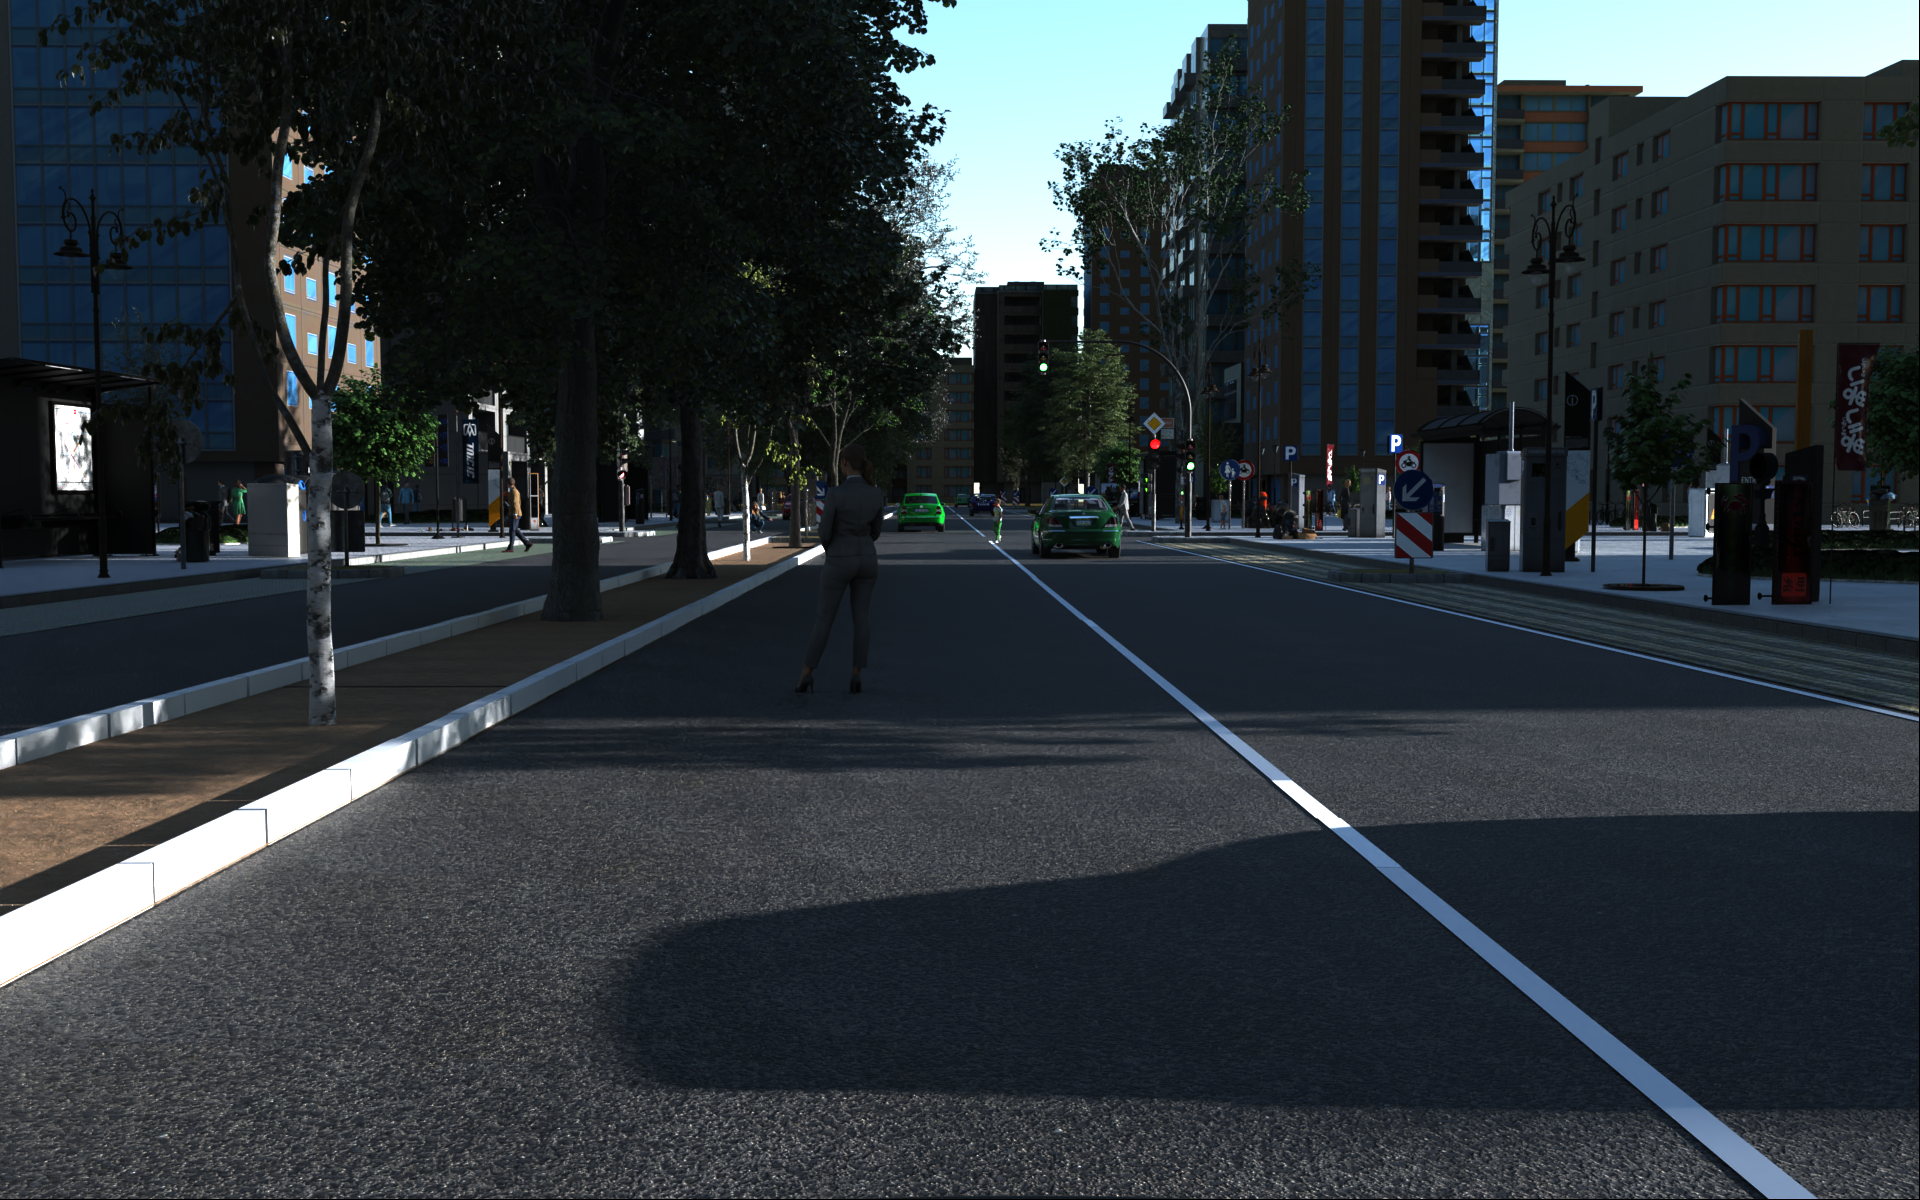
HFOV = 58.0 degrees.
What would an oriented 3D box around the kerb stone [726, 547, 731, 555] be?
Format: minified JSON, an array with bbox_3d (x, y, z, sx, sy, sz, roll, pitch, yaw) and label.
[{"bbox_3d":[-5.511,-1.112,40.376,0.120,0.150,1.000,0,4,-1],"label":"kerb stone"}]

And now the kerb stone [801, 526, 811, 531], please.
[{"bbox_3d":[-5.924,-2.710,66.503,0.120,0.150,1.000,0,4,-1],"label":"kerb stone"}]

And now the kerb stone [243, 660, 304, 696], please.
[{"bbox_3d":[-5.070,0.581,12.689,0.120,0.150,1.000,0,4,-1],"label":"kerb stone"}]

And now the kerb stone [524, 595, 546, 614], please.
[{"bbox_3d":[-5.198,0.079,20.901,0.120,0.150,1.000,0,4,-1],"label":"kerb stone"}]

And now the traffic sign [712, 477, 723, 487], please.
[{"bbox_3d":[-14.603,-6.252,104.350,0.606,2.300,0.079,0,4,0],"label":"traffic sign"}]

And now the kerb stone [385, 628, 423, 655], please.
[{"bbox_3d":[-5.121,0.393,15.772,0.120,0.150,1.000,0,4,-1],"label":"kerb stone"}]

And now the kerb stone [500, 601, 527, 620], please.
[{"bbox_3d":[-5.183,0.142,19.880,0.120,0.150,1.000,0,4,-1],"label":"kerb stone"}]

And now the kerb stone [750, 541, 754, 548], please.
[{"bbox_3d":[-5.601,-1.425,45.487,0.120,0.150,1.000,0,4,-1],"label":"kerb stone"}]

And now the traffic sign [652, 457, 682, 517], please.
[{"bbox_3d":[-15.759,-6.168,94.714,2.265,3.308,0.079,1,4,8],"label":"traffic sign"}]

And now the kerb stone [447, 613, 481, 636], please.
[{"bbox_3d":[-5.149,0.268,17.826,0.120,0.150,1.000,0,4,-1],"label":"kerb stone"}]

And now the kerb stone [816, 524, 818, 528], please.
[{"bbox_3d":[-5.986,-2.961,70.613,0.120,0.150,1.000,0,4,-1],"label":"kerb stone"}]

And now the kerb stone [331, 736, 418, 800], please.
[{"bbox_3d":[-2.907,0.833,8.584,0.120,0.150,1.000,0,4,-1],"label":"kerb stone"}]

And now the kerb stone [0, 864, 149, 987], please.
[{"bbox_3d":[-2.857,1.020,5.517,0.120,0.150,1.000,0,4,-1],"label":"kerb stone"}]

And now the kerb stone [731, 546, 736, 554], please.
[{"bbox_3d":[-5.525,-1.174,41.398,0.120,0.150,1.000,0,4,-1],"label":"kerb stone"}]

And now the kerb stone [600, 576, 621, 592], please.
[{"bbox_3d":[-5.285,-0.234,26.038,0.120,0.150,1.000,0,4,-1],"label":"kerb stone"}]

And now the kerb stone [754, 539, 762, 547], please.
[{"bbox_3d":[-5.622,-1.550,47.538,0.120,0.150,1.000,0,4,-1],"label":"kerb stone"}]

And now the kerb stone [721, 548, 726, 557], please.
[{"bbox_3d":[-5.489,-1.043,39.355,0.120,0.150,1.000,0,4,-1],"label":"kerb stone"}]

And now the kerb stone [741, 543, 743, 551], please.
[{"bbox_3d":[-5.557,-1.294,43.442,0.120,0.150,1.000,0,4,-1],"label":"kerb stone"}]

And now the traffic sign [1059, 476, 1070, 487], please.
[{"bbox_3d":[7.560,-7.684,125.361,0.795,2.593,0.064,0,4,1],"label":"traffic sign"}]

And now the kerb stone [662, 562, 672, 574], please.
[{"bbox_3d":[-5.366,-0.548,31.163,0.120,0.150,1.000,0,4,-1],"label":"kerb stone"}]

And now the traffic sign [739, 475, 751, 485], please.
[{"bbox_3d":[-14.107,-6.954,113.806,0.768,2.556,0.104,0,3,0],"label":"traffic sign"}]

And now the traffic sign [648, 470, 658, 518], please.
[{"bbox_3d":[-16.539,-5.661,92.670,0.768,2.556,0.104,0,4,4],"label":"traffic sign"}]

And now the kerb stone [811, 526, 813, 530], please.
[{"bbox_3d":[-5.940,-2.771,67.534,0.120,0.150,1.000,0,4,-1],"label":"kerb stone"}]

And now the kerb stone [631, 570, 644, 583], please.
[{"bbox_3d":[-5.314,-0.360,28.084,0.120,0.150,1.000,0,4,-1],"label":"kerb stone"}]

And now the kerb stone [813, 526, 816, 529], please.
[{"bbox_3d":[-5.979,-2.899,69.591,0.120,0.150,1.000,0,4,-1],"label":"kerb stone"}]

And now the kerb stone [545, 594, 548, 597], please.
[{"bbox_3d":[-5.217,0.016,21.927,0.120,0.150,1.000,0,4,-1],"label":"kerb stone"}]

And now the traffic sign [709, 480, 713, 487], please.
[{"bbox_3d":[-19.123,-8.203,134.130,0.884,2.594,0.081,0,4,3],"label":"traffic sign"}]

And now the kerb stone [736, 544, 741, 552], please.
[{"bbox_3d":[-5.542,-1.237,42.420,0.120,0.150,1.000,0,4,-1],"label":"kerb stone"}]

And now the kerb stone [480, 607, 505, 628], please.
[{"bbox_3d":[-5.163,0.211,18.850,0.120,0.150,1.000,0,4,-1],"label":"kerb stone"}]

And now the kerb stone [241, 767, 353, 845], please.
[{"bbox_3d":[-2.891,0.895,7.562,0.120,0.150,1.000,0,4,-1],"label":"kerb stone"}]

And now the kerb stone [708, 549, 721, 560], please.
[{"bbox_3d":[-5.470,-0.987,38.327,0.120,0.150,1.000,0,4,-1],"label":"kerb stone"}]

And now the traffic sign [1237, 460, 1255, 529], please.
[{"bbox_3d":[10.525,-3.923,64.243,0.768,2.556,0.104,0,4,4],"label":"traffic sign"}]

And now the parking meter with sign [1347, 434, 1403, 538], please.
[{"bbox_3d":[12.190,-3.354,51.103,0.543,3.016,1.738,-2,4,-33],"label":"parking meter with sign"}]

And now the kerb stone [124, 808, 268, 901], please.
[{"bbox_3d":[-2.877,0.959,6.539,0.120,0.150,1.000,0,4,-1],"label":"kerb stone"}]

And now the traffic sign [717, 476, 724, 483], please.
[{"bbox_3d":[-16.872,-7.384,120.839,0.768,2.556,0.104,0,4,0],"label":"traffic sign"}]

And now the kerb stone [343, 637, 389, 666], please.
[{"bbox_3d":[-5.105,0.455,14.749,0.120,0.150,1.000,0,4,-1],"label":"kerb stone"}]

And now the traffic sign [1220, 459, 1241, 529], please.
[{"bbox_3d":[9.908,-3.883,63.594,0.768,2.556,0.104,0,4,7],"label":"traffic sign"}]

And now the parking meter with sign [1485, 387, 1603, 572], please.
[{"bbox_3d":[9.616,-1.977,28.586,1.738,3.016,0.543,1,4,10],"label":"parking meter with sign"}]

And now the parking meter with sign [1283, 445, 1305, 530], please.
[{"bbox_3d":[12.247,-4.075,62.882,0.543,3.016,1.738,2,4,28],"label":"parking meter with sign"}]

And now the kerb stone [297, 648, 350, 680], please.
[{"bbox_3d":[-5.085,0.518,13.719,0.120,0.150,1.000,0,4,-1],"label":"kerb stone"}]

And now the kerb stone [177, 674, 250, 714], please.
[{"bbox_3d":[-5.057,0.645,11.654,0.120,0.150,1.000,0,4,-1],"label":"kerb stone"}]

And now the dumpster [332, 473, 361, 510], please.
[{"bbox_3d":[-17.059,-2.509,46.784,1.264,1.857,1.865,0,4,-1],"label":"dumpster"}]

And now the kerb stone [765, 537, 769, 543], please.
[{"bbox_3d":[-5.660,-1.673,49.583,0.120,0.150,1.000,0,4,-1],"label":"kerb stone"}]

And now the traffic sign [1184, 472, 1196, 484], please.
[{"bbox_3d":[12.840,-5.937,97.173,0.768,2.556,0.104,0,4,8],"label":"traffic sign"}]

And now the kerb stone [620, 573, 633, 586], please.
[{"bbox_3d":[-5.296,-0.298,27.062,0.120,0.150,1.000,0,4,-1],"label":"kerb stone"}]

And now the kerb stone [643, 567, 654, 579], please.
[{"bbox_3d":[-5.332,-0.423,29.105,0.120,0.150,1.000,0,4,-1],"label":"kerb stone"}]

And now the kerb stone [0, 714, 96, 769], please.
[{"bbox_3d":[-5.025,0.770,9.606,0.120,0.150,1.000,0,4,-1],"label":"kerb stone"}]

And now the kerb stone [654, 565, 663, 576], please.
[{"bbox_3d":[-5.352,-0.485,30.133,0.120,0.150,1.000,0,4,-1],"label":"kerb stone"}]

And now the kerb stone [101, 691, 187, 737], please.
[{"bbox_3d":[-5.036,0.707,10.629,0.120,0.150,1.000,0,4,-1],"label":"kerb stone"}]

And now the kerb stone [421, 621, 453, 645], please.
[{"bbox_3d":[-5.137,0.338,16.795,0.120,0.150,1.000,0,4,-1],"label":"kerb stone"}]

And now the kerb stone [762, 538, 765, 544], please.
[{"bbox_3d":[-5.643,-1.610,48.560,0.120,0.150,1.000,0,4,-1],"label":"kerb stone"}]
